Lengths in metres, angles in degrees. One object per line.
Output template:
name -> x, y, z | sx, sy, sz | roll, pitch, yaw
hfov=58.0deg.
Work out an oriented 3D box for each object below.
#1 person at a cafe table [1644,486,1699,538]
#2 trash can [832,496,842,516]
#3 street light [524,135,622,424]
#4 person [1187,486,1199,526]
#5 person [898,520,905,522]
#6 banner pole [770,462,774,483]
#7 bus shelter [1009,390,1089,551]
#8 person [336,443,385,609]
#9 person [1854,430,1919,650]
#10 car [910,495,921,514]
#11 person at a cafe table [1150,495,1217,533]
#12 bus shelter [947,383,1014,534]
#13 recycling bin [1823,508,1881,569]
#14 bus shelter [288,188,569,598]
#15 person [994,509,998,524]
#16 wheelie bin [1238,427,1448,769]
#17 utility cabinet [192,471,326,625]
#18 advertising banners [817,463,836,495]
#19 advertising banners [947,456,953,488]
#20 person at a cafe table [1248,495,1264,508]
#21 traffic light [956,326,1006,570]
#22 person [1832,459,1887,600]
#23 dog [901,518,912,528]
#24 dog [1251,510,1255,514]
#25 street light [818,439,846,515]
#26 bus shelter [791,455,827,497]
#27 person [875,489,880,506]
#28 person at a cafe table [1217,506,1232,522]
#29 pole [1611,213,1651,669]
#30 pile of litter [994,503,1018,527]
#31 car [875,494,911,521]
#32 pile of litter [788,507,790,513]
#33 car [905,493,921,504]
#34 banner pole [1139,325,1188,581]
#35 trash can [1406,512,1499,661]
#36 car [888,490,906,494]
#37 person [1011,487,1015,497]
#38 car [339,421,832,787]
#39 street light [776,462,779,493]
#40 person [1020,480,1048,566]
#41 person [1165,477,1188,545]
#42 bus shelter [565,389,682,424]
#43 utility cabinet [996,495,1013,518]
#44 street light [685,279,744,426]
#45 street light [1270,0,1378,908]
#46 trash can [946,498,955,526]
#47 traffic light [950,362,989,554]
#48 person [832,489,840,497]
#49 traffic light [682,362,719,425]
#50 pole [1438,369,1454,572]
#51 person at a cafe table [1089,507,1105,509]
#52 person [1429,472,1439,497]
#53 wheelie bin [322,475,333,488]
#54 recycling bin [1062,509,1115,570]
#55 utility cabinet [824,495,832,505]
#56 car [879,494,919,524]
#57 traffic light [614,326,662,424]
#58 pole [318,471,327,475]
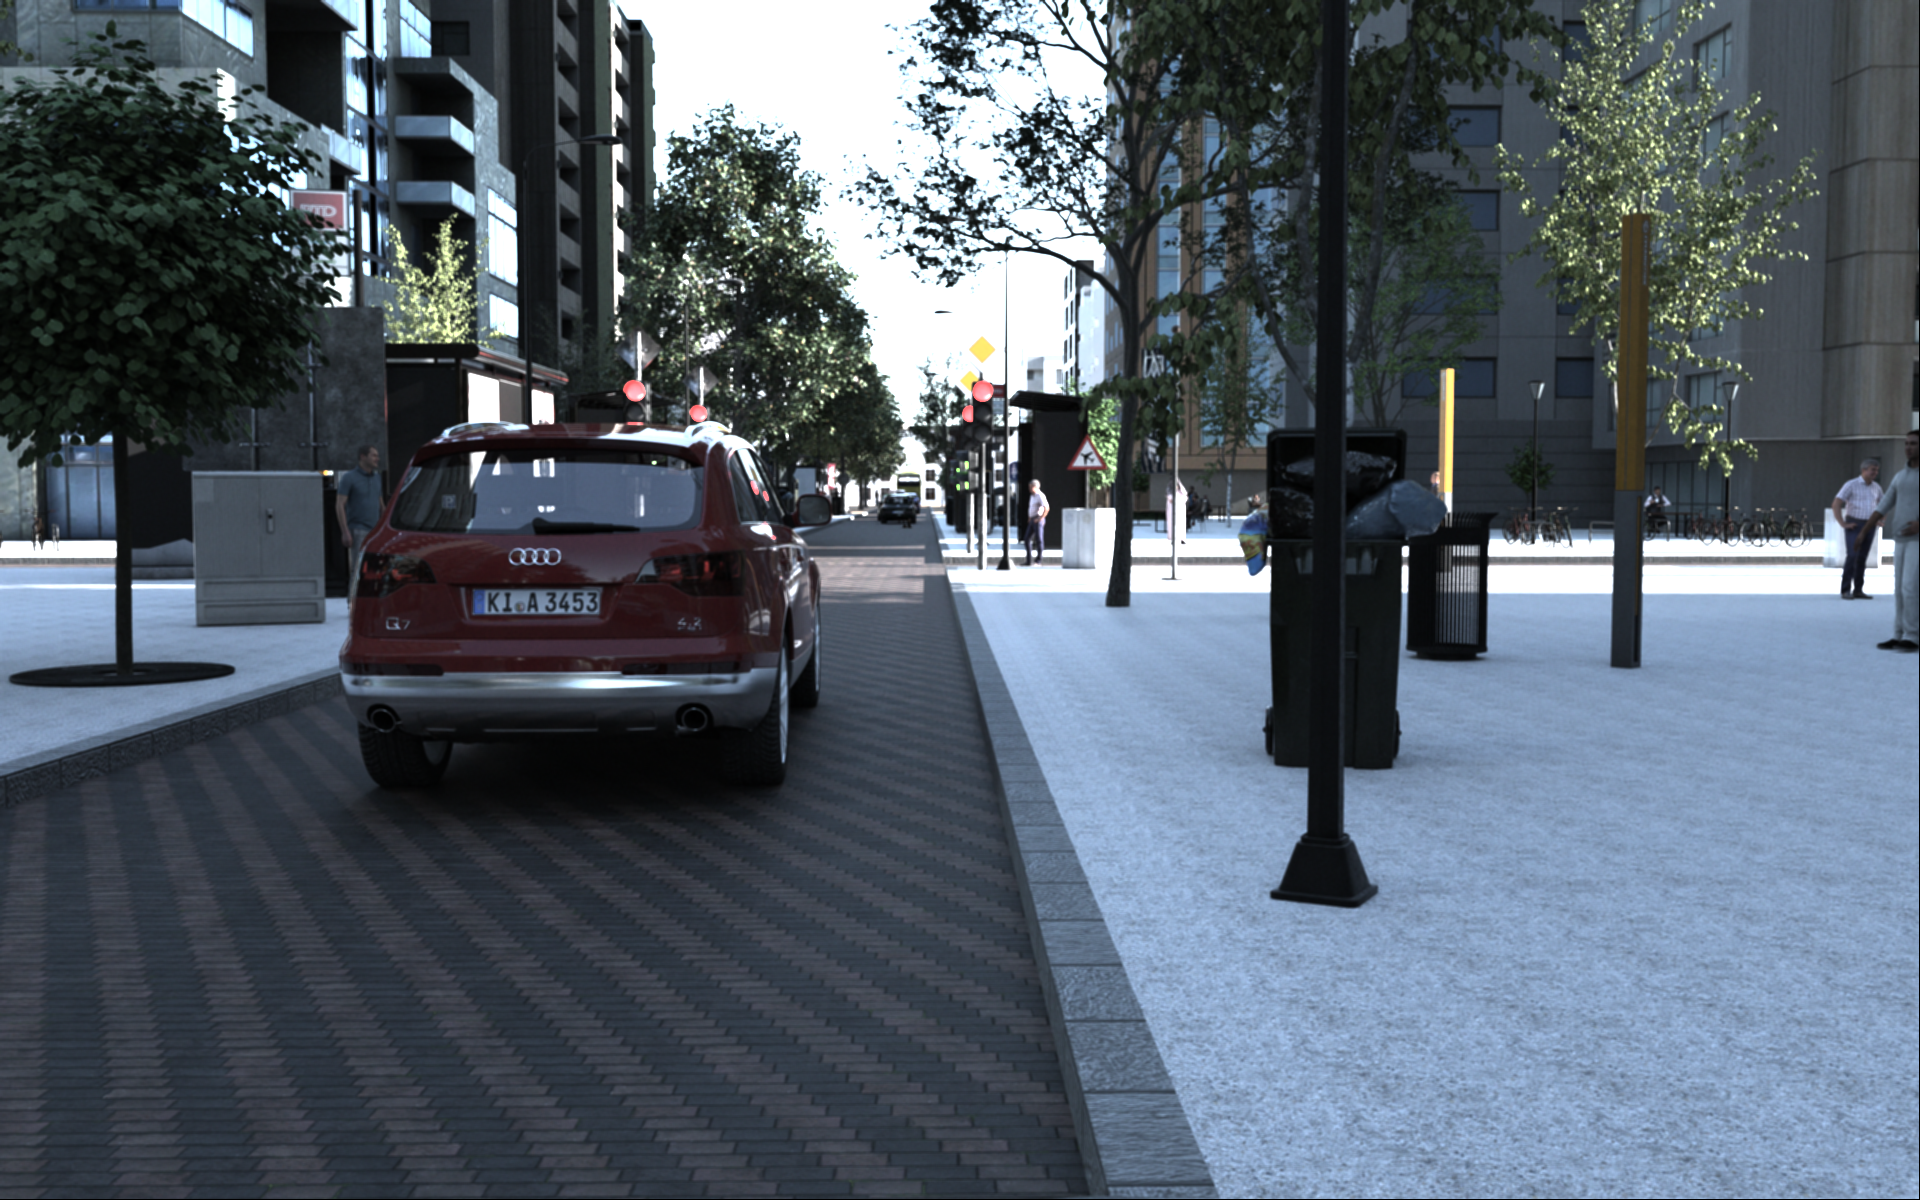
person at a cafe table -> 20.852, -2.634, 51.589 | 1.698, 1.524, 1.622 | 0, 4, 4
trash can -> -7.375, -5.586, 102.985 | 0.748, 1.137, 0.748 | 0, 3, 0
street light -> -5.068, -3.058, 22.535 | 1.470, 5.913, 1.316 | 0, 4, -1
person -> 9.344, -3.810, 70.206 | 0.662, 1.594, 0.647 | -2, 4, -32
person -> -3.018, -4.635, 88.187 | 0.435, 1.345, 0.340 | 0, 4, -7
banner pole -> -9.919, -6.085, 89.500 | 0.863, 3.779, 0.401 | 3, 4, 37
bus shelter -> 2.072, -3.111, 42.149 | 1.731, 3.624, 6.357 | 0, 4, -1
person -> -6.181, -0.723, 18.000 | 0.434, 1.807, 0.598 | 3, 4, 38
person -> 7.722, -0.488, 14.171 | 0.789, 1.805, 0.875 | -1, 4, -16
car -> -3.797, -6.869, 124.896 | 1.945, 1.354, 3.894 | 0, 4, -3
person at a cafe table -> 7.457, -2.901, 58.295 | 1.726, 1.238, 1.698 | -1, 4, -10
bus shelter -> 0.644, -5.062, 60.390 | 2.179, 5.291, 8.768 | 0, 4, -1
recycling bin -> 15.482, -1.070, 30.052 | 0.722, 1.027, 0.722 | 1, 4, 9
bus shelter -> -7.761, -2.929, 25.523 | 2.179, 5.291, 8.768 | 0, 4, -1
person -> 1.764, -3.688, 74.268 | 0.347, 0.859, 0.695 | -3, 5, -39
wheelie bin -> 1.818, -0.022, 8.275 | 0.980, 1.594, 0.693 | 1, 4, 11
utility cabinet -> -6.884, -0.510, 17.019 | 1.173, 1.500, 0.318 | -2, 4, -25
advertising banners -> -7.923, -6.222, 97.916 | 2.074, 3.025, 0.090 | -2, 4, -33
advertising banners -> 0.376, -5.191, 81.054 | 2.074, 3.025, 0.090 | -1, 4, -22
person at a cafe table -> 17.178, -5.338, 98.132 | 1.726, 1.238, 1.698 | 2, 4, 35
traffic light -> 0.352, -2.455, 29.060 | 0.839, 4.253, 0.868 | 0, 4, -1
person -> 11.067, -0.870, 21.198 | 0.756, 1.711, 0.436 | 0, 4, -3
dog -> -2.300, -3.234, 73.072 | 0.748, 0.427, 0.550 | -1, 4, -20
dog -> 8.387, -2.131, 49.218 | 0.513, 0.831, 0.800 | 2, 4, 28
street light -> -6.266, -6.784, 83.453 | 1.470, 5.913, 1.316 | 0, 4, -1
bus shelter -> -8.187, -5.962, 91.407 | 2.014, 3.302, 5.546 | 0, 4, -1
person -> -8.973, -11.105, 187.626 | 0.705, 1.822, 1.348 | -2, 4, -29
person at a cafe table -> 11.509, -4.234, 80.089 | 1.698, 1.238, 1.726 | 0, 4, -8
pole -> 4.935, -1.156, 12.739 | 0.158, 3.312, 0.155 | 0, 3, 0
pile of litter -> 1.612, -3.364, 68.959 | 1.719, 0.858, 1.176 | 0, 4, 6
car -> -3.581, -5.061, 94.544 | 2.131, 1.459, 4.920 | 0, 4, -2
pile of litter -> -7.300, -3.560, 72.171 | 1.719, 0.858, 1.176 | 1, 4, 17
car -> -4.255, -8.469, 148.065 | 1.945, 1.707, 3.694 | 0, 4, -2
banner pole -> 3.025, -2.195, 25.909 | 0.863, 3.779, 0.401 | 3, 5, 42
trash can -> 3.805, -0.114, 13.517 | 0.748, 1.137, 0.748 | 0, 3, 0
car -> -5.593, -8.896, 154.121 | 2.281, 1.827, 5.304 | 0, 4, -2
person -> 2.977, -5.855, 102.302 | 0.617, 1.759, 0.750 | 1, 4, 13
car -> -1.910, -0.083, 10.038 | 2.281, 1.827, 5.304 | 0, 4, -2
street light -> -5.814, -5.359, 60.156 | 1.470, 5.913, 1.316 | 0, 4, -1
person -> 1.457, -1.519, 34.268 | 0.436, 1.711, 0.756 | -1, 4, -14
person -> 5.469, -2.278, 43.959 | 0.551, 1.740, 0.621 | -1, 4, -21
bus shelter -> -7.894, -3.049, 41.137 | 1.731, 3.624, 6.357 | 0, 4, -1
utility cabinet -> 2.379, -5.062, 93.926 | 1.020, 1.237, 0.306 | -3, 5, -42
street light -> -5.366, -3.973, 37.506 | 1.470, 5.913, 1.316 | 0, 4, -1
street light -> 0.626, -2.007, 5.361 | 1.470, 5.913, 1.316 | 0, 4, -1
trash can -> -0.218, -3.607, 70.635 | 0.748, 1.137, 0.748 | 0, 3, 0
traffic light -> 0.198, -2.943, 37.044 | 0.839, 4.253, 0.868 | 0, 4, -1
person -> -12.477, -10.372, 175.755 | 1.348, 1.807, 0.705 | -1, 4, -19
traffic light -> -5.501, -2.936, 36.919 | 0.839, 4.253, 0.868 | 0, 4, -1
pole -> 7.944, -2.110, 28.348 | 0.158, 3.312, 0.155 | 0, 3, 0
person at a cafe table -> 5.167, -3.787, 72.772 | 1.726, 1.238, 1.698 | 0, 4, -1
person -> 10.371, -1.920, 37.992 | 0.434, 1.755, 0.990 | 1, 4, 12
wheelie bin -> -10.285, -1.247, 28.289 | 0.693, 1.594, 0.980 | 1, 4, 14
recycling bin -> 2.236, -1.056, 29.812 | 0.722, 1.027, 0.722 | 3, 4, 38
utility cabinet -> -6.995, -4.935, 91.852 | 0.306, 1.237, 1.020 | 0, 4, 2
car -> -3.020, -4.626, 85.418 | 2.009, 1.686, 4.222 | 0, 4, -1
traffic light -> -5.347, -2.447, 28.935 | 0.839, 4.253, 0.868 | 0, 4, -1
pole -> -14.298, -2.754, 38.865 | 0.158, 3.312, 0.155 | 0, 3, 0
